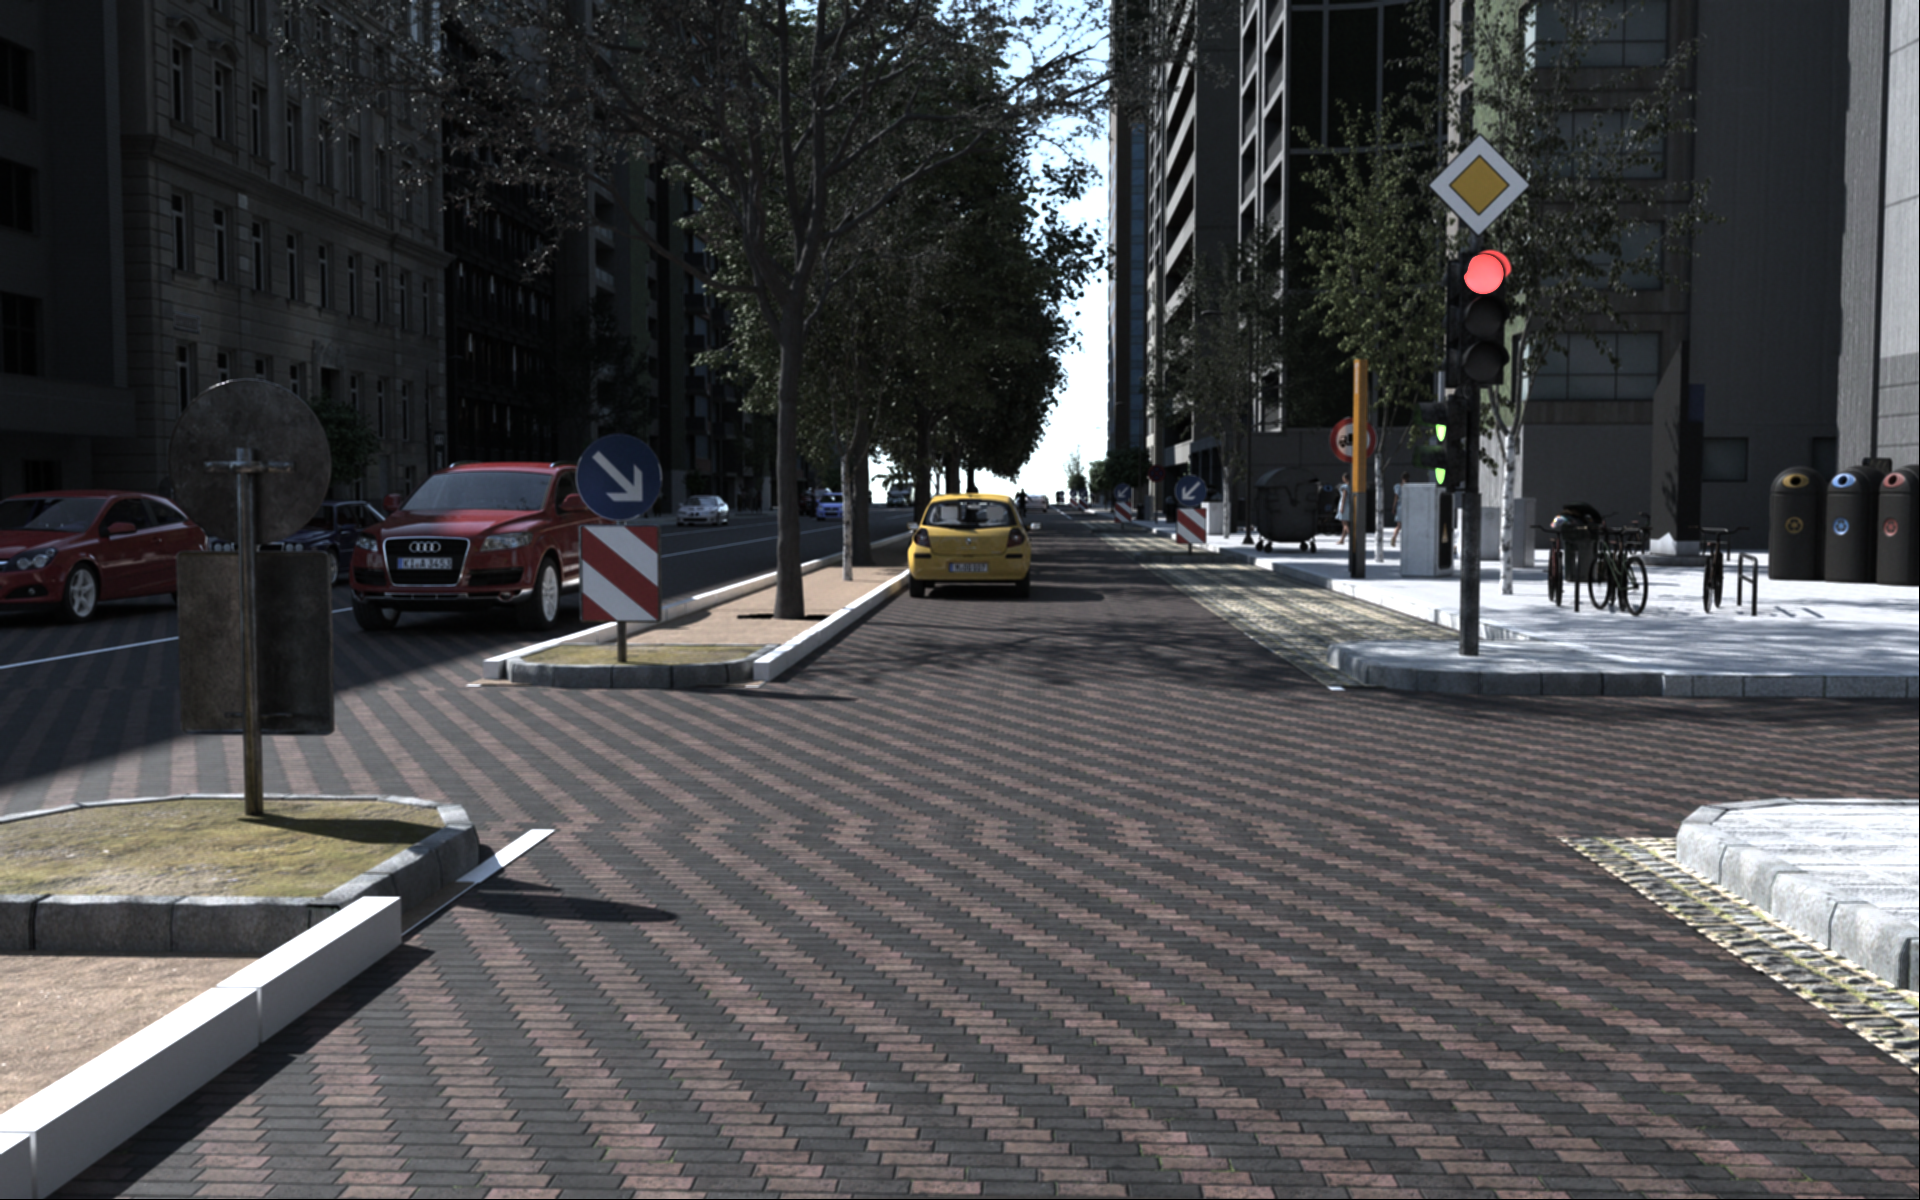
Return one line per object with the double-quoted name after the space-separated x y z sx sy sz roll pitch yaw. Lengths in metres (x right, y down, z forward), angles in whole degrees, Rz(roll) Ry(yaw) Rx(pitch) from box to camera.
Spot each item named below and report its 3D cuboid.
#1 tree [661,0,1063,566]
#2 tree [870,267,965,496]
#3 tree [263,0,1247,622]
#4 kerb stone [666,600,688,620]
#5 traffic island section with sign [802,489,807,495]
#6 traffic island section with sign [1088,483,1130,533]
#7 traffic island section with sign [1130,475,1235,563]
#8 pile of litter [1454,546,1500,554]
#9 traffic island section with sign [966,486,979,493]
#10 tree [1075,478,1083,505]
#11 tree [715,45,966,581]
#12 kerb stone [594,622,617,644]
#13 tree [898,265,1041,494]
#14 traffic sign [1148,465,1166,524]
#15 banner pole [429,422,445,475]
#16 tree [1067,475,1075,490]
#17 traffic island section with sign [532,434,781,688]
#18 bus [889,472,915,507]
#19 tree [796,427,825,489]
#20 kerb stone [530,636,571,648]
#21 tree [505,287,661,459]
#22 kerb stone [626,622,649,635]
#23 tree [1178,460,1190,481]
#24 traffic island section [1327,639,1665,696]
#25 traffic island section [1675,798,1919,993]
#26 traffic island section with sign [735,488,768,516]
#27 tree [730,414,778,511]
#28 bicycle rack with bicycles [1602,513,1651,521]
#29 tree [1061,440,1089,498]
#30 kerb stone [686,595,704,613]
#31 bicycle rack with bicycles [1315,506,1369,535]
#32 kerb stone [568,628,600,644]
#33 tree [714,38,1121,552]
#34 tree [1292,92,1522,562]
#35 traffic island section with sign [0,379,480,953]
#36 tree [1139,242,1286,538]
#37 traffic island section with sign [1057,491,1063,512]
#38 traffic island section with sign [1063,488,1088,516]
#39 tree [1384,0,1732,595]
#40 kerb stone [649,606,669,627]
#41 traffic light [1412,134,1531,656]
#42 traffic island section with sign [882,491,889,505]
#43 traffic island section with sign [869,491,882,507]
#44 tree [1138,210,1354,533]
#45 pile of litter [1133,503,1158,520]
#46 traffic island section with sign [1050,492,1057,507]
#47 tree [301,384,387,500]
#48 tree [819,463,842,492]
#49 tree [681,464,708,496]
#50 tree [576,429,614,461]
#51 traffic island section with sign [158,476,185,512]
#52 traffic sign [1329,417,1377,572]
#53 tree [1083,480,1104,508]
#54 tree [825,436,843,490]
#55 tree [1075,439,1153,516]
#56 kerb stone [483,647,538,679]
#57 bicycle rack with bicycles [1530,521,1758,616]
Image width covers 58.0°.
-1.880 -6.931 33.902 7.486 12.596 7.792 0 3 0 "tree"
-0.768 -6.285 55.574 4.737 8.622 4.395 0 3 0 "tree"
-1.982 -6.529 19.584 12.009 13.543 11.850 0 3 0 "tree"
-3.328 0.137 19.959 0.120 0.150 1.000 0 4 2 "kerb stone"
-12.533 -8.093 140.942 1.989 1.847 2.006 0 4 2 "traffic island section with sign"
5.840 -3.364 63.627 1.989 1.847 2.006 0 4 2 "traffic island section with sign"
4.715 -1.717 36.696 1.989 1.847 2.006 0 4 2 "traffic island section with sign"
11.108 -1.423 37.234 1.176 0.858 1.719 -2 4 -35 "pile of litter"
0.601 -4.934 88.813 2.006 1.907 1.989 0 4 2 "traffic island section with sign"
14.437 -12.956 206.433 1.663 3.219 1.824 0 3 0 "tree"
-1.842 -4.598 28.004 4.360 8.622 3.978 0 3 0 "tree"
-3.461 0.328 16.880 0.120 0.150 1.000 0 4 2 "kerb stone"
-0.342 -10.071 73.774 9.857 13.997 8.962 0 3 0 "tree"
8.495 -4.572 74.861 0.768 2.556 0.104 1 4 10 "traffic sign"
-18.274 -4.308 60.450 0.401 3.779 0.863 2 4 32 "banner pole"
11.575 -9.342 136.451 4.285 4.588 4.351 0 3 0 "tree"
-2.545 -0.343 13.740 2.006 1.907 1.989 0 4 2 "traffic island section with sign"
-6.422 -12.761 200.195 2.896 3.916 12.252 0 4 4 "bus"
-15.106 -12.321 151.809 4.737 8.622 4.395 0 3 0 "tree"
-3.547 0.450 14.838 0.120 0.150 1.000 0 4 2 "kerb stone"
-16.849 -8.748 77.434 7.601 10.594 8.767 0 4 -3 "tree"
-3.415 0.263 17.902 0.120 0.150 1.000 0 4 2 "kerb stone"
11.499 -5.532 85.057 1.663 3.219 1.824 0 3 0 "tree"
4.077 0.519 13.802 2.009 0.180 2.903 0 4 2 "traffic island section"
3.742 1.007 5.824 2.009 0.180 2.903 0 4 2 "traffic island section"
-13.683 -6.440 113.925 1.989 1.847 2.006 0 4 2 "traffic island section with sign"
-15.234 -11.046 130.966 4.737 8.622 4.395 0 3 0 "tree"
13.594 -1.241 33.674 2.852 0.926 2.925 0 4 -7 "bicycle rack with bicycles"
15.612 -17.513 236.707 4.360 8.622 3.978 0 3 0 "tree"
-3.283 0.074 20.980 0.120 0.150 1.000 0 4 2 "kerb stone"
11.325 -2.498 54.221 2.925 0.926 2.852 1 4 16 "bicycle rack with bicycles"
-3.509 0.395 15.859 0.120 0.150 1.000 0 4 2 "kerb stone"
-0.912 -7.525 42.497 9.611 12.733 9.660 0 3 0 "tree"
7.949 -4.999 32.098 4.737 8.622 4.395 0 3 0 "tree"
-2.866 0.110 6.339 2.006 1.907 1.989 0 4 2 "traffic island section with sign"
7.501 -6.076 49.710 4.360 8.622 3.978 0 3 0 "tree"
9.063 -8.059 140.396 1.989 1.847 2.006 0 4 2 "traffic island section with sign"
7.928 -6.402 113.305 1.989 1.847 2.006 0 4 2 "traffic island section with sign"
7.201 -4.381 21.986 4.360 8.622 3.978 0 3 0 "tree"
-3.378 0.200 18.926 0.120 0.150 1.000 0 4 2 "kerb stone"
4.038 -1.515 13.689 0.839 4.253 0.868 0 4 2 "traffic light"
-9.085 -13.123 223.191 1.989 1.847 2.006 0 4 2 "traffic island section with sign"
-10.227 -11.471 196.173 1.989 1.847 2.006 0 4 2 "traffic island section with sign"
9.318 -7.478 56.682 7.601 10.594 8.767 1 4 9 "tree"
9.125 -4.365 85.325 1.176 0.858 1.719 0 4 -5 "pile of litter"
11.425 -11.476 196.257 1.989 1.847 2.006 0 4 2 "traffic island section with sign"
-18.902 -4.166 51.830 4.285 4.588 4.351 0 3 0 "tree"
-13.181 -12.112 181.738 4.285 4.588 4.351 0 3 0 "tree"
-16.824 -7.119 111.004 1.663 3.219 1.824 0 3 0 "tree"
-17.746 -6.330 87.211 4.285 4.588 4.351 0 3 0 "tree"
-16.922 -1.715 36.675 1.989 1.847 2.006 0 4 2 "traffic island section with sign"
6.464 -1.739 28.546 0.768 2.556 0.104 1 4 9 "traffic sign"
12.250 -9.874 156.047 1.663 3.219 1.824 0 3 0 "tree"
-13.344 -13.088 164.346 4.737 8.622 4.395 0 3 0 "tree"
10.114 -7.345 103.802 4.285 4.588 4.351 0 3 0 "tree"
-3.587 0.512 13.816 0.120 0.150 1.000 0 4 2 "kerb stone"
7.661 -0.359 19.255 2.852 0.926 2.925 1 4 21 "bicycle rack with bicycles"
